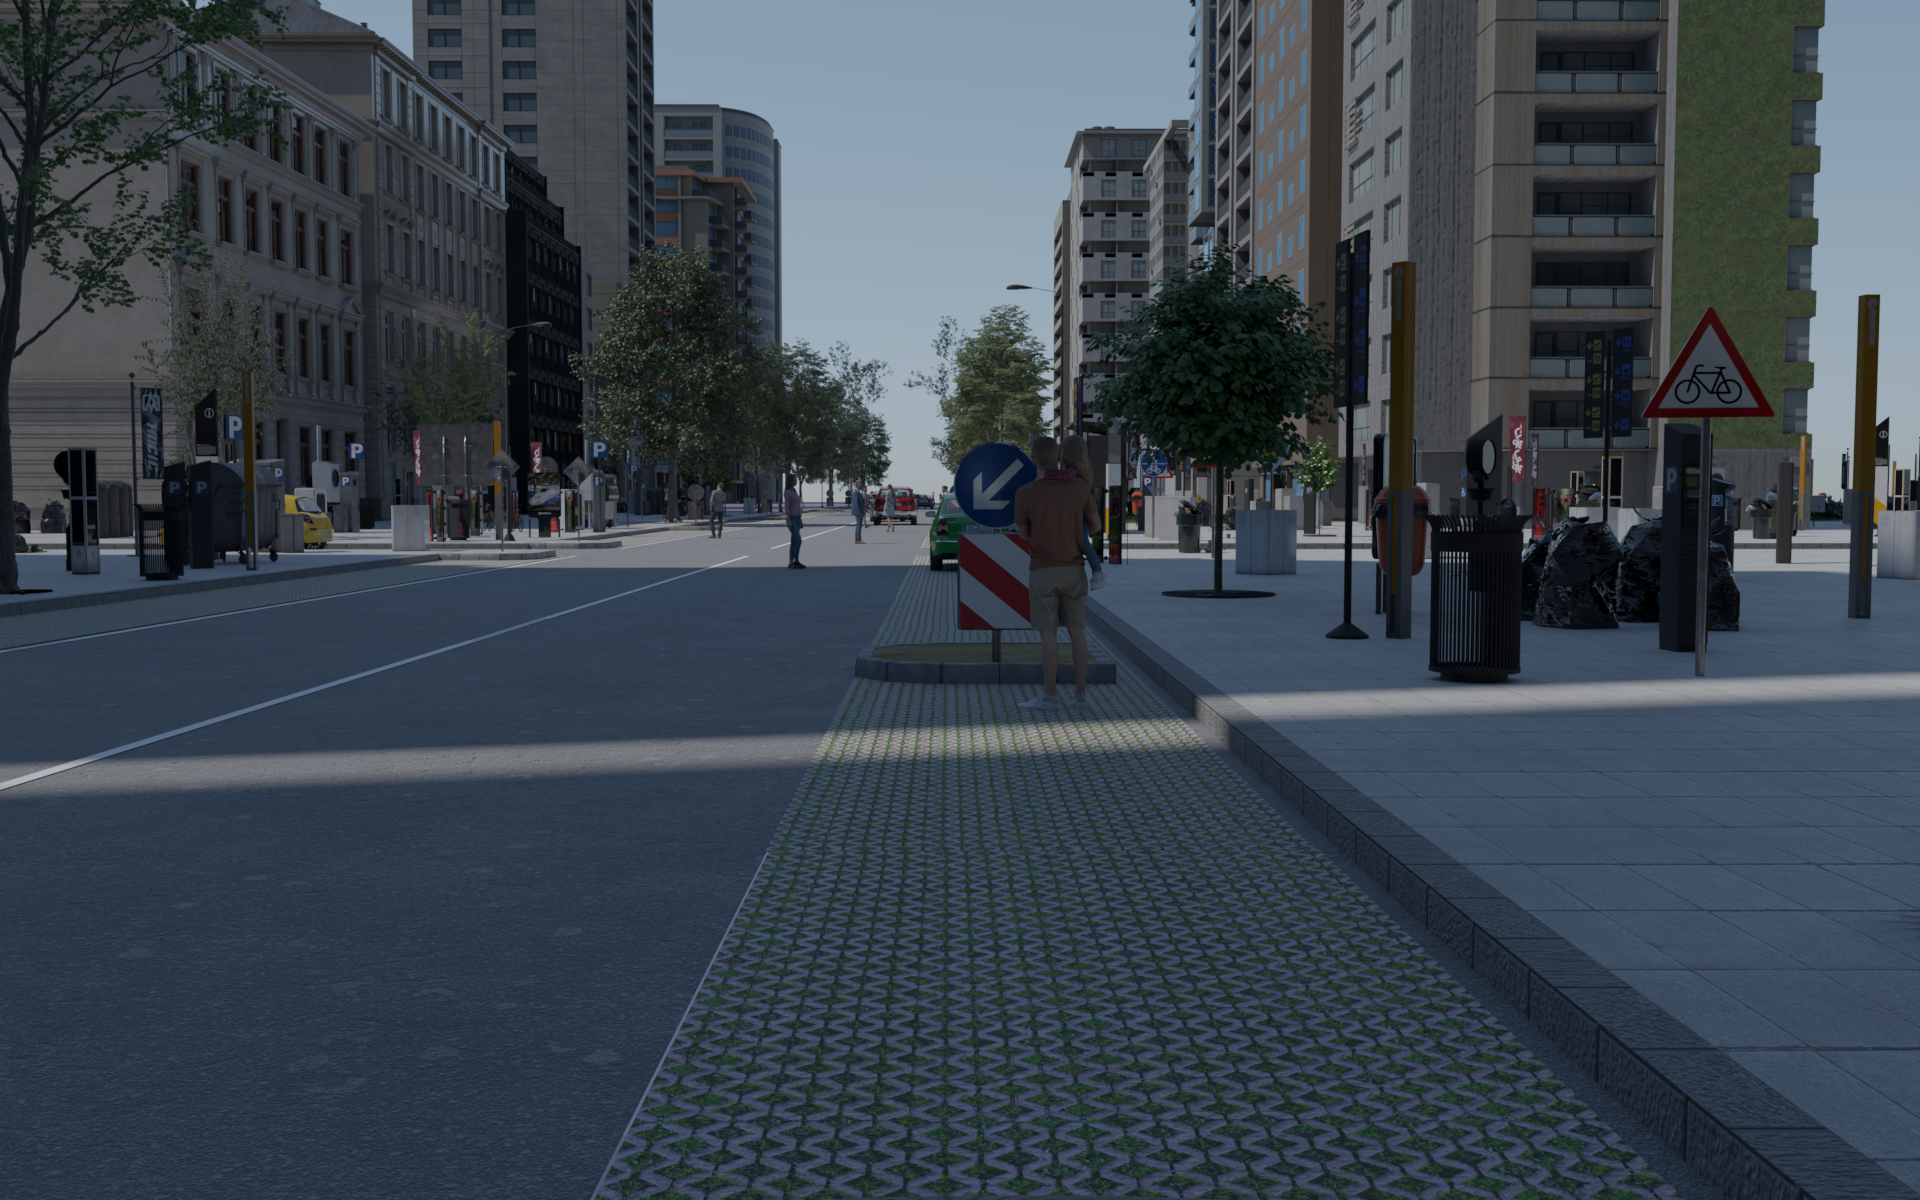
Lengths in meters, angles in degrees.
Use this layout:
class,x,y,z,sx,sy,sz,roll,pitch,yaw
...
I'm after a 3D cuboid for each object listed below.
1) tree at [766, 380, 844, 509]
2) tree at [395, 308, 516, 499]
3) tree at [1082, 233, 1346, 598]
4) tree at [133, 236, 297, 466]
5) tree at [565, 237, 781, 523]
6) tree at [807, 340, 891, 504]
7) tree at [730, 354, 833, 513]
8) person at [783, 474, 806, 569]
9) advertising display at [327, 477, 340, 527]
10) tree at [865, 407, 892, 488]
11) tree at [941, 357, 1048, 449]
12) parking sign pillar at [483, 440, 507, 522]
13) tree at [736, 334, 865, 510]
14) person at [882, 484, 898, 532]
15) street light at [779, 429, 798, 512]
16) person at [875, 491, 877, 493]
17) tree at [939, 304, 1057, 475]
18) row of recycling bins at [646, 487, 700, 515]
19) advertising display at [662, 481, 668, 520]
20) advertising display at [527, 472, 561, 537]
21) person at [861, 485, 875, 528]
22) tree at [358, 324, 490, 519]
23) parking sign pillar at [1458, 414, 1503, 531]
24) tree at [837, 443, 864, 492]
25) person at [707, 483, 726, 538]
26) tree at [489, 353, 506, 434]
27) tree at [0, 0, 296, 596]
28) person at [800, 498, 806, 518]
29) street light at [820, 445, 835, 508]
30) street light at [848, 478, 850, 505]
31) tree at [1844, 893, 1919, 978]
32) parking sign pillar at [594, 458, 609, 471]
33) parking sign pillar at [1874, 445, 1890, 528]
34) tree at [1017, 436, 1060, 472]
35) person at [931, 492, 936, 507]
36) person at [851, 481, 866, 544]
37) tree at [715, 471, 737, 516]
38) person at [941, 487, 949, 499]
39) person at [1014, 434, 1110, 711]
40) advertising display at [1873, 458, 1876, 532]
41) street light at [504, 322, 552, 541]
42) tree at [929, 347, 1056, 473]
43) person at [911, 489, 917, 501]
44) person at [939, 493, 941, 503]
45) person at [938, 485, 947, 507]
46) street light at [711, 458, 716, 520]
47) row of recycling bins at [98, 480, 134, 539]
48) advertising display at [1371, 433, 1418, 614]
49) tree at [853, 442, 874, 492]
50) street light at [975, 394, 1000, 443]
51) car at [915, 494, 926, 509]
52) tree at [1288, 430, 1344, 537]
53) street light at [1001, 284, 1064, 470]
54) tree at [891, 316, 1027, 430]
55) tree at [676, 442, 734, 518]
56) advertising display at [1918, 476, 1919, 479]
class,x,y,z,sx,sy,sz,roll,pitch,yaw
tree,-14.120,-13.951,153.857,9.928,11.665,9.643,0,3,0
tree,-19.618,-7.177,67.713,4.737,8.622,4.395,0,3,0
tree,3.333,-2.328,21.775,4.285,4.588,4.351,0,3,0
tree,-21.883,-6.105,50.186,4.360,8.622,3.978,0,3,0
tree,-12.872,-9.814,77.465,9.611,12.733,9.660,0,3,0
tree,-14.863,-22.042,216.273,12.611,20.169,13.585,0,3,0
tree,-13.598,-11.019,114.571,7.601,10.594,8.767,1,4,14
person,-3.170,-1.499,33.022,0.388,1.821,0.555,1,4,11
advertising display,-23.762,-3.718,66.001,0.974,1.923,0.123,1,4,16
tree,-14.510,-17.493,192.662,9.857,13.997,8.962,0,3,0
tree,2.437,-11.058,115.202,8.767,10.594,7.601,3,5,42
parking sign pillar,-21.078,-5.542,79.090,1.447,3.967,1.447,1,4,11
tree,-13.748,-14.215,139.077,9.857,13.997,8.962,0,3,0
person,-2.574,-3.435,64.763,0.616,1.811,0.778,-2,4,-29
street light,-12.163,-9.193,122.843,1.470,5.913,1.316,0,4,0
person,-9.947,-12.083,206.066,0.705,1.823,1.348,2,4,35
tree,2.390,-11.366,103.962,7.486,12.596,7.792,0,3,0
row of recycling bins,-18.291,-6.389,111.578,3.534,1.692,1.069,-3,5,-39
advertising display,-14.379,-4.896,85.255,0.123,1.923,0.974,1,4,18
advertising display,-12.298,-2.815,51.247,0.974,1.923,0.123,-1,4,-14
person,-4.044,-3.923,72.918,0.850,1.792,0.678,3,5,40
tree,-23.395,-7.588,74.430,4.360,8.622,3.978,0,3,0
parking sign pillar,17.552,-4.272,58.326,1.447,3.967,1.447,-1,4,-12
tree,-14.702,-17.028,228.767,4.360,8.622,3.978,0,3,0
person,-7.875,-2.900,56.094,0.592,1.802,0.473,-1,4,-21
tree,-23.618,-8.116,83.065,4.360,8.622,3.978,0,3,0
tree,-12.191,-5.887,22.005,9.928,11.665,9.643,0,3,0
person,-9.515,-5.523,103.810,0.505,1.210,0.382,-2,4,-26
street light,-12.459,-11.658,163.147,1.470,5.913,1.316,0,4,0
street light,-12.710,-14.288,206.143,1.470,5.913,1.316,0,4,0
tree,2.987,-5.747,4.333,12.009,13.543,11.850,0,3,0
parking sign pillar,-22.420,-7.366,108.902,1.447,3.967,1.447,2,4,28
parking sign pillar,34.629,-4.712,65.516,1.447,3.967,1.447,0,4,2
tree,2.661,-3.848,57.522,1.663,3.219,1.824,0,3,0
person,-2.985,-11.386,195.601,0.436,1.711,0.756,-1,4,-12
person,-2.923,-2.521,49.906,0.419,1.800,0.721,0,4,-5
tree,-13.793,-6.450,100.059,1.663,3.219,1.824,0,3,0
person,-0.673,-4.633,84.210,0.622,1.834,0.822,2,4,34
person,0.687,-0.185,11.505,0.573,1.828,0.580,2,4,31
advertising display,16.254,-1.576,30.977,0.123,1.923,0.974,2,4,31
street light,-11.719,-4.550,46.933,1.470,5.913,1.316,0,4,0
tree,2.772,-13.054,130.435,9.611,12.733,9.660,0,3,0
person,-3.346,-6.826,120.374,0.678,1.792,0.850,-1,4,-13
person,-2.981,-15.572,264.578,0.415,1.643,0.593,1,4,18
person,-0.579,-3.893,72.420,0.850,1.792,0.678,-1,4,-9
street light,-11.946,-7.015,87.239,1.470,5.913,1.316,0,4,0
row of recycling bins,-25.250,-2.699,51.234,1.069,1.692,3.534,-1,4,-11
advertising display,4.713,-0.830,18.783,0.123,1.923,0.974,3,4,36
tree,-13.731,-17.768,240.866,4.737,8.622,4.395,0,3,0
street light,1.413,-6.617,80.733,1.470,5.913,1.316,0,4,0
car,-4.199,-9.969,173.223,2.015,1.641,3.980,0,4,-1
tree,10.734,-3.529,52.293,1.663,3.219,1.824,0,3,0
street light,1.724,-4.034,38.504,1.470,5.913,1.316,0,4,0
tree,0.770,-20.090,184.363,12.611,20.169,13.585,0,3,0
tree,-13.761,-6.701,93.270,4.285,4.588,4.351,0,3,0
advertising display,33.754,-3.368,60.276,0.974,1.923,0.123,-1,4,-13
